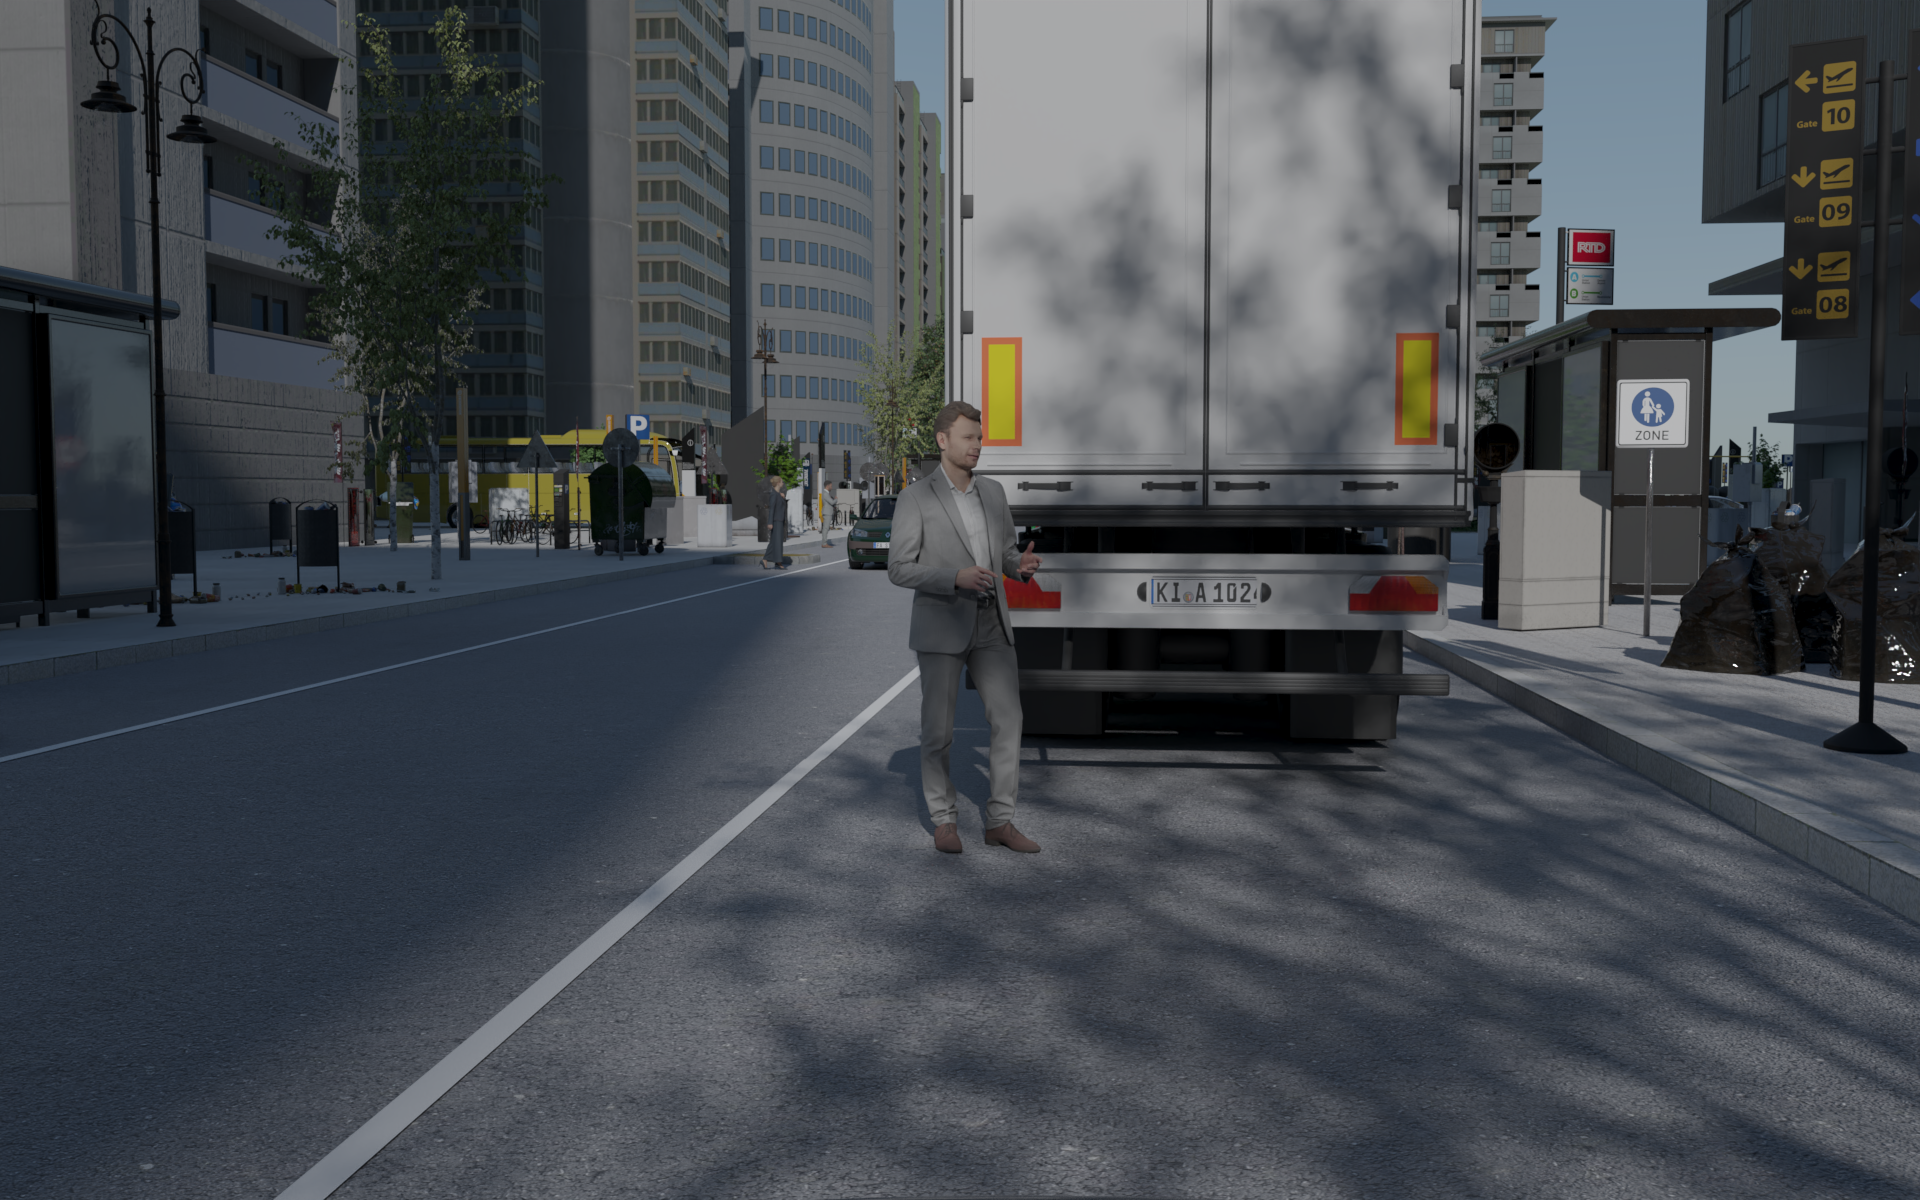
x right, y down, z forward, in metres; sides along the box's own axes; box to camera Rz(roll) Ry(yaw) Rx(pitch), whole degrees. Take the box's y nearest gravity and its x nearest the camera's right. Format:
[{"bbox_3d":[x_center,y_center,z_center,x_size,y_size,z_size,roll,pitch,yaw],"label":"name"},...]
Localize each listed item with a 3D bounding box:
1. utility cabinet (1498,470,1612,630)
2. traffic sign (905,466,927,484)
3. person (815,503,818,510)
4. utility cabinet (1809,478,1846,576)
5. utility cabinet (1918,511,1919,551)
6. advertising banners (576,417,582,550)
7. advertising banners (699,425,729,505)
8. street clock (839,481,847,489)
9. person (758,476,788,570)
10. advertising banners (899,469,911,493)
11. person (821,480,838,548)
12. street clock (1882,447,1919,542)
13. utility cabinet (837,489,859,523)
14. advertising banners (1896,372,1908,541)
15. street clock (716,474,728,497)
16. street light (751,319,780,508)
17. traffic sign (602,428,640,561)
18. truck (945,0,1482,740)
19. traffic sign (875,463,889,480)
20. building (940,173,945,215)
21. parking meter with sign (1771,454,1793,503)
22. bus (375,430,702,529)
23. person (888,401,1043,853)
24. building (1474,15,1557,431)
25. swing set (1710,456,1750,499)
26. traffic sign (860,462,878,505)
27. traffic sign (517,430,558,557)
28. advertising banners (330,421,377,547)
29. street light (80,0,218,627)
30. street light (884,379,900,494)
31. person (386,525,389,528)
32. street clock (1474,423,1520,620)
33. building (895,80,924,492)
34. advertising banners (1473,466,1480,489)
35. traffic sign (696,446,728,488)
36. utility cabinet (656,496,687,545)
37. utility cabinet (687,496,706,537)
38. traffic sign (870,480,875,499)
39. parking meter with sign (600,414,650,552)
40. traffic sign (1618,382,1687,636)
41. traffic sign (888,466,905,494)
[{"bbox_3d":[5.650,-0.476,16.464,1.173,1.500,0.318,-2,4,-30],"label":"utility cabinet"},{"bbox_3d":[-1.559,-3.528,61.329,0.795,2.450,0.064,0,4,5],"label":"traffic sign"},{"bbox_3d":[-5.296,-3.564,66.681,0.656,1.842,0.836,1,4,15],"label":"person"},{"bbox_3d":[12.087,-0.948,24.176,0.318,1.500,1.173,2,4,34],"label":"utility cabinet"},{"bbox_3d":[10.945,-0.463,18.734,1.020,1.237,0.306,2,4,29],"label":"utility cabinet"},{"bbox_3d":[-8.758,-2.665,39.755,0.090,3.025,2.074,-1,4,-11],"label":"advertising banners"},{"bbox_3d":[-6.387,-2.983,44.966,0.090,3.025,2.074,1,4,12],"label":"advertising banners"},{"bbox_3d":[-6.708,-5.795,99.310,0.471,2.002,0.358,-3,4,-38],"label":"street clock"},{"bbox_3d":[-3.510,-1.456,32.728,0.534,1.772,0.576,-1,4,-20],"label":"person"},{"bbox_3d":[-4.244,-7.589,120.261,2.074,3.025,0.090,-2,4,-25],"label":"advertising banners"},{"bbox_3d":[-3.483,-2.300,46.282,0.466,1.800,0.511,-1,4,-18],"label":"person"},{"bbox_3d":[14.546,-1.363,26.859,0.471,2.002,0.358,0,4,5],"label":"street clock"},{"bbox_3d":[-4.908,-4.115,75.965,0.318,1.500,1.173,-3,5,-45],"label":"utility cabinet"},{"bbox_3d":[13.274,-1.725,24.388,0.090,3.025,2.074,2,4,30],"label":"advertising banners"},{"bbox_3d":[-7.103,-2.881,51.672,0.358,2.002,0.471,-2,4,-25],"label":"street clock"},{"bbox_3d":[-5.148,-4.473,45.919,0.468,5.910,1.993,0,4,5],"label":"street light"},{"bbox_3d":[-6.527,-2.031,33.308,0.768,2.556,0.104,1,4,12],"label":"traffic sign"},{"bbox_3d":[1.775,-1.503,13.486,2.839,4.237,11.283,0,4,7],"label":"truck"},{"bbox_3d":[-3.307,-4.349,71.219,0.768,2.556,0.104,1,4,10],"label":"traffic sign"},{"bbox_3d":[-5.786,-39.188,264.432,21.300,48.544,21.600,0,4,5],"label":"building"},{"bbox_3d":[36.058,-4.913,76.583,0.543,3.016,1.738,0,4,-8],"label":"parking meter with sign"},{"bbox_3d":[-16.152,-4.610,66.923,12.252,3.916,2.896,0,4,4],"label":"bus"},{"bbox_3d":[0.052,0.110,6.901,0.606,1.804,0.583,-3,4,-37],"label":"person"},{"bbox_3d":[47.761,-36.806,191.016,28.713,52.752,27.495,0,4,5],"label":"building"},{"bbox_3d":[31.026,-4.476,70.796,3.119,2.851,2.862,-1,4,-12],"label":"swing set"},{"bbox_3d":[-3.650,-4.238,69.394,0.768,2.556,0.104,1,4,8],"label":"traffic sign"},{"bbox_3d":[-8.572,-2.145,35.082,0.884,2.594,0.081,1,4,11],"label":"traffic sign"},{"bbox_3d":[-14.803,-2.819,42.275,0.090,3.025,2.074,1,4,9],"label":"advertising banners"},{"bbox_3d":[-7.699,-2.681,16.621,0.468,5.910,1.993,0,4,5],"label":"street light"},{"bbox_3d":[-2.714,-5.939,69.896,0.468,5.910,1.993,0,4,5],"label":"street light"},{"bbox_3d":[-22.685,-3.466,69.444,0.640,1.303,0.475,0,4,-7],"label":"person"},{"bbox_3d":[5.442,-0.801,17.670,0.471,2.002,0.358,1,4,11],"label":"street clock"},{"bbox_3d":[-11.630,-29.574,167.133,14.154,41.232,14.086,0,4,5],"label":"building"},{"bbox_3d":[25.652,-5.623,88.127,0.090,3.025,2.074,-3,4,-38],"label":"advertising banners"},{"bbox_3d":[-6.656,-2.845,46.514,0.884,2.594,0.081,0,4,6],"label":"traffic sign"},{"bbox_3d":[-7.411,-2.022,44.216,0.306,1.237,1.020,1,4,17],"label":"utility cabinet"},{"bbox_3d":[-8.082,-2.483,51.751,1.020,1.237,0.306,-3,5,-43],"label":"utility cabinet"},{"bbox_3d":[-3.970,-4.949,81.030,0.768,2.556,0.104,0,4,7],"label":"traffic sign"},{"bbox_3d":[-7.551,-2.594,38.668,0.543,3.016,1.738,-3,4,-36],"label":"parking meter with sign"},{"bbox_3d":[6.194,-0.821,15.560,0.606,2.300,0.079,1,4,12],"label":"traffic sign"},{"bbox_3d":[-2.979,-4.904,80.178,0.884,2.594,0.081,1,4,11],"label":"traffic sign"}]
